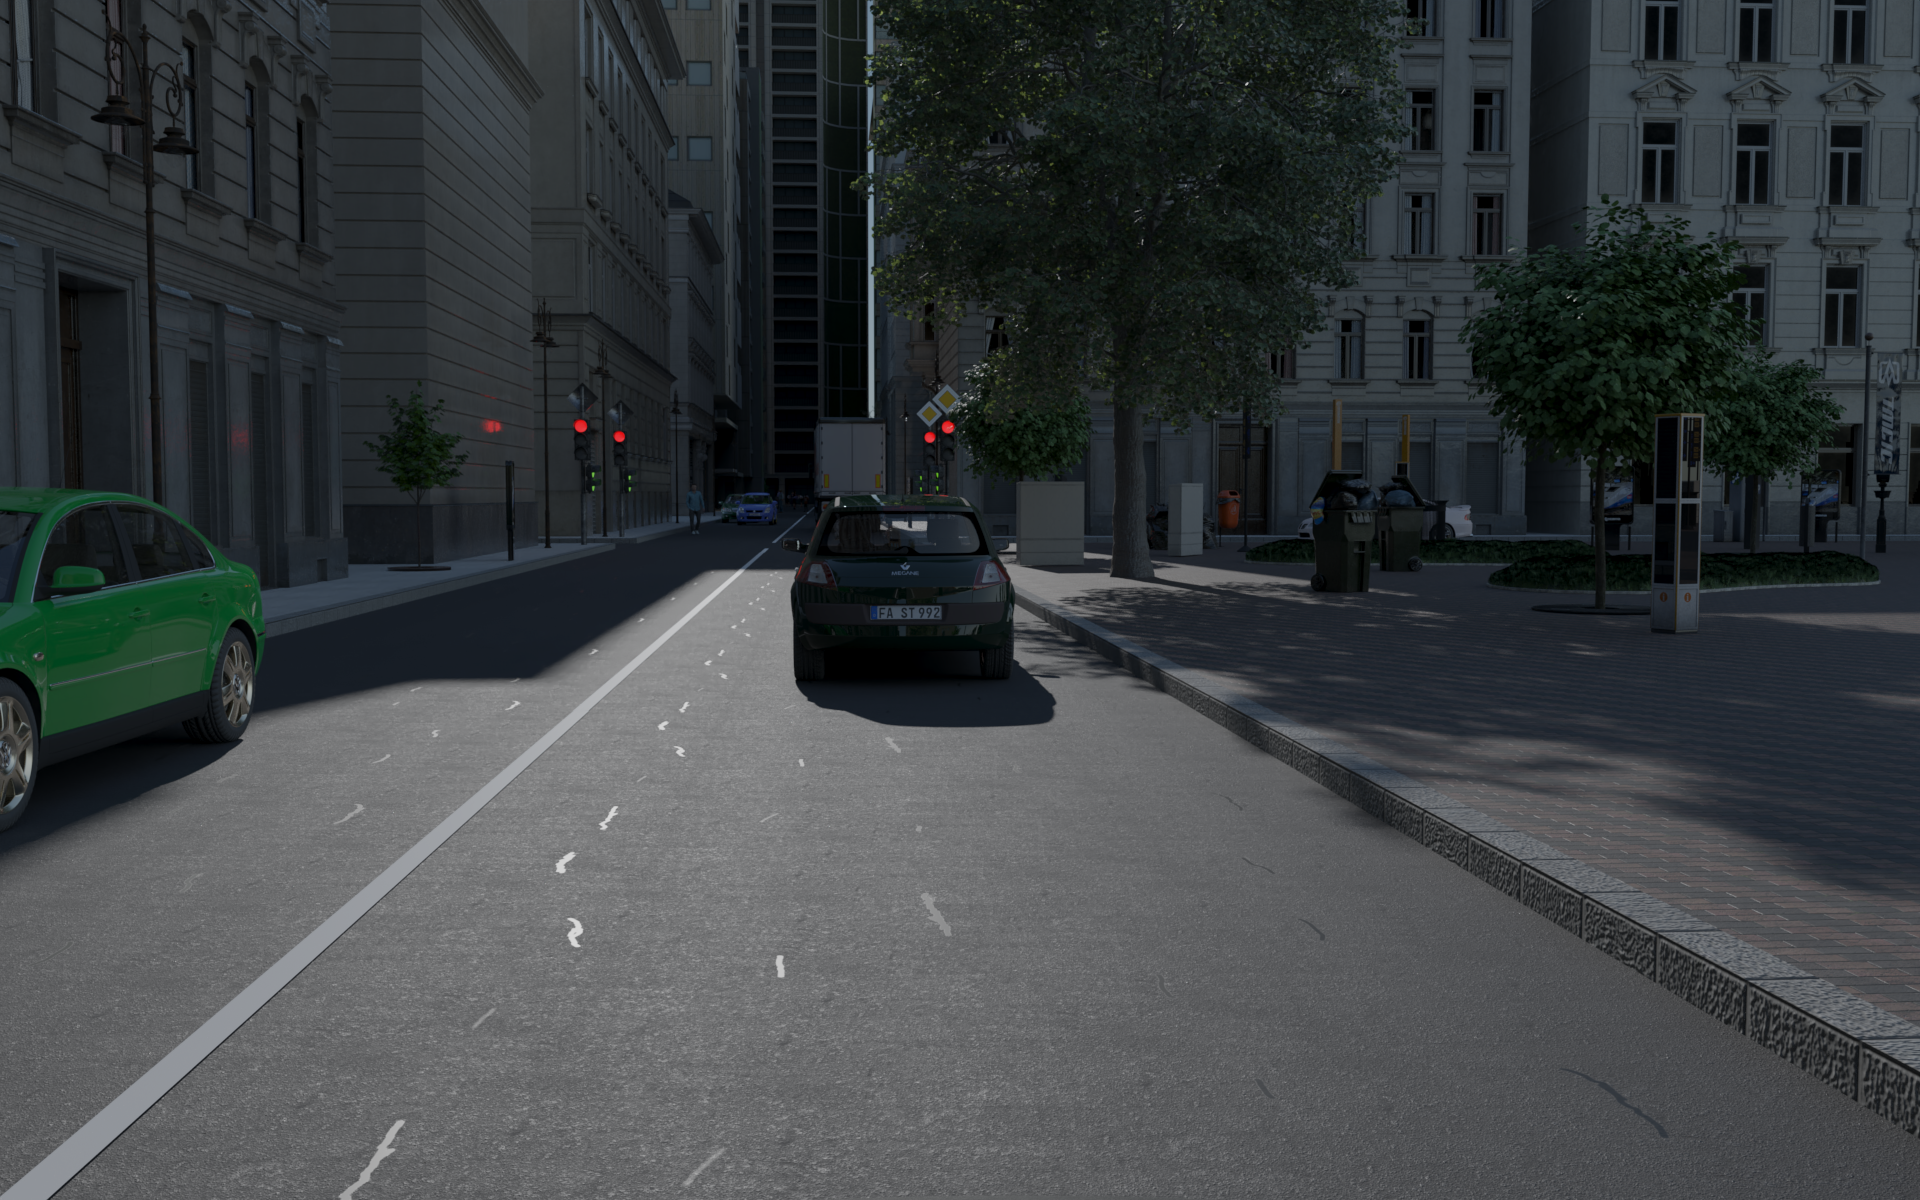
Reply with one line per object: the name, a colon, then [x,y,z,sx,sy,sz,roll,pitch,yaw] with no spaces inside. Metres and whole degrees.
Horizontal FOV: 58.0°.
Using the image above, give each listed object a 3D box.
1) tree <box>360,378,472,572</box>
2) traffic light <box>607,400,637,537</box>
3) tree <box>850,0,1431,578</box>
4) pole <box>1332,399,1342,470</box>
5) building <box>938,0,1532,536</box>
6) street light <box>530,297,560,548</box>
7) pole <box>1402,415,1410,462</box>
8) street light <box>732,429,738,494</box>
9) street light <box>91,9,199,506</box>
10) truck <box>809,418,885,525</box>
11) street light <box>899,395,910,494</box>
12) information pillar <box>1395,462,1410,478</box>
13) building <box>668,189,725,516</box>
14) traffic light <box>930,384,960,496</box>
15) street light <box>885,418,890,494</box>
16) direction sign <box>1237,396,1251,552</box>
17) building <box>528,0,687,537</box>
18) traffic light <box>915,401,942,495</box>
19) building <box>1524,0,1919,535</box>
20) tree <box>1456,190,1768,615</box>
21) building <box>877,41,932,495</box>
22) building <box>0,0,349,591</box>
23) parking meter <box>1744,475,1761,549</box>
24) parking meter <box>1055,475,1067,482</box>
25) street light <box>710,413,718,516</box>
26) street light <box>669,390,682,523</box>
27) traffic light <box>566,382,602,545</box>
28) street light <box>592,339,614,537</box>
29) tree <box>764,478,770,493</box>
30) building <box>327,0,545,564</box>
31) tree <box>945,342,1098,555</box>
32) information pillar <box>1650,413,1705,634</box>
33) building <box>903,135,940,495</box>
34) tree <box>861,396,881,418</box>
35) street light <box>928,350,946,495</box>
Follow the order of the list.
tree: [-9.032,-2.102,28.966,1.663,3.219,1.824,0,3,0]
traffic light: [-10.078,-3.832,51.581,0.839,4.253,0.868,0,4,-4]
tree: [2.659,-7.322,26.378,9.857,13.997,8.962,0,3,0]
pole: [8.119,-2.661,37.350,0.158,3.312,0.155,0,3,0]
building: [8.414,-12.735,57.376,18.267,20.994,9.793,0,4,-4]
street light: [-9.776,-4.166,40.907,0.468,5.910,1.993,0,4,-4]
pole: [11.455,-3.102,44.567,0.158,3.312,0.155,0,3,0]
street light: [-16.030,-9.204,123.273,0.468,5.910,1.993,0,4,-4]
street light: [-8.014,-2.716,17.197,0.468,5.910,1.993,0,4,-4]
truck: [-4.541,-4.906,69.130,2.839,4.237,11.283,0,4,-6]
street light: [-2.517,-6.524,79.462,0.468,5.910,1.993,0,4,-4]
information pillar: [10.050,-2.134,39.389,0.304,2.012,0.304,1,4,17]
building: [-20.173,-15.294,100.970,10.553,20.767,40.483,0,4,-4]
traffic light: [-0.344,-3.388,44.319,0.839,4.253,0.868,0,4,-4]
street light: [-4.356,-7.974,103.166,0.468,5.910,1.993,0,4,-4]
direction sign: [6.348,-2.838,38.400,0.379,3.537,0.876,0,4,-1]
building: [-19.596,-14.194,65.364,16.112,22.955,30.059,0,4,-4]
traffic light: [-0.943,-3.875,52.282,0.839,4.253,0.868,0,4,-4]
building: [40.047,-17.490,62.383,44.131,29.872,17.030,0,4,-4]
tree: [7.112,-2.155,18.942,4.285,4.588,4.351,0,3,0]
building: [0.626,-20.488,112.469,11.434,29.767,29.804,0,4,-4]
building: [-13.383,-10.248,16.700,9.793,20.994,18.267,0,4,-4]
parking meter: [18.458,-2.117,40.329,0.255,1.863,0.399,3,5,42]
parking meter: [3.028,-2.827,51.932,0.255,1.863,0.399,2,4,28]
street light: [-14.147,-7.754,99.572,0.468,5.910,1.993,0,4,-4]
street light: [-12.410,-6.304,75.859,0.468,5.910,1.993,0,4,-4]
traffic light: [-9.478,-3.345,43.618,0.839,4.253,0.868,0,4,-4]
street light: [-10.651,-4.832,51.787,0.468,5.910,1.993,0,4,-4]
tree: [-19.567,-10.881,172.503,1.663,3.219,1.824,0,3,0]
building: [-22.146,-14.584,35.719,25.104,27.353,12.463,0,4,-4]
tree: [1.334,-3.271,37.195,4.285,4.588,4.351,0,3,0]
information pillar: [6.604,-0.701,15.954,0.304,2.012,0.304,-2,4,-25]
building: [4.633,-15.997,80.630,14.460,24.649,34.723,0,4,-4]
tree: [-5.590,-11.044,130.936,4.360,8.622,3.978,0,3,0]
street light: [-0.744,-5.074,55.753,0.468,5.910,1.993,0,4,-4]
